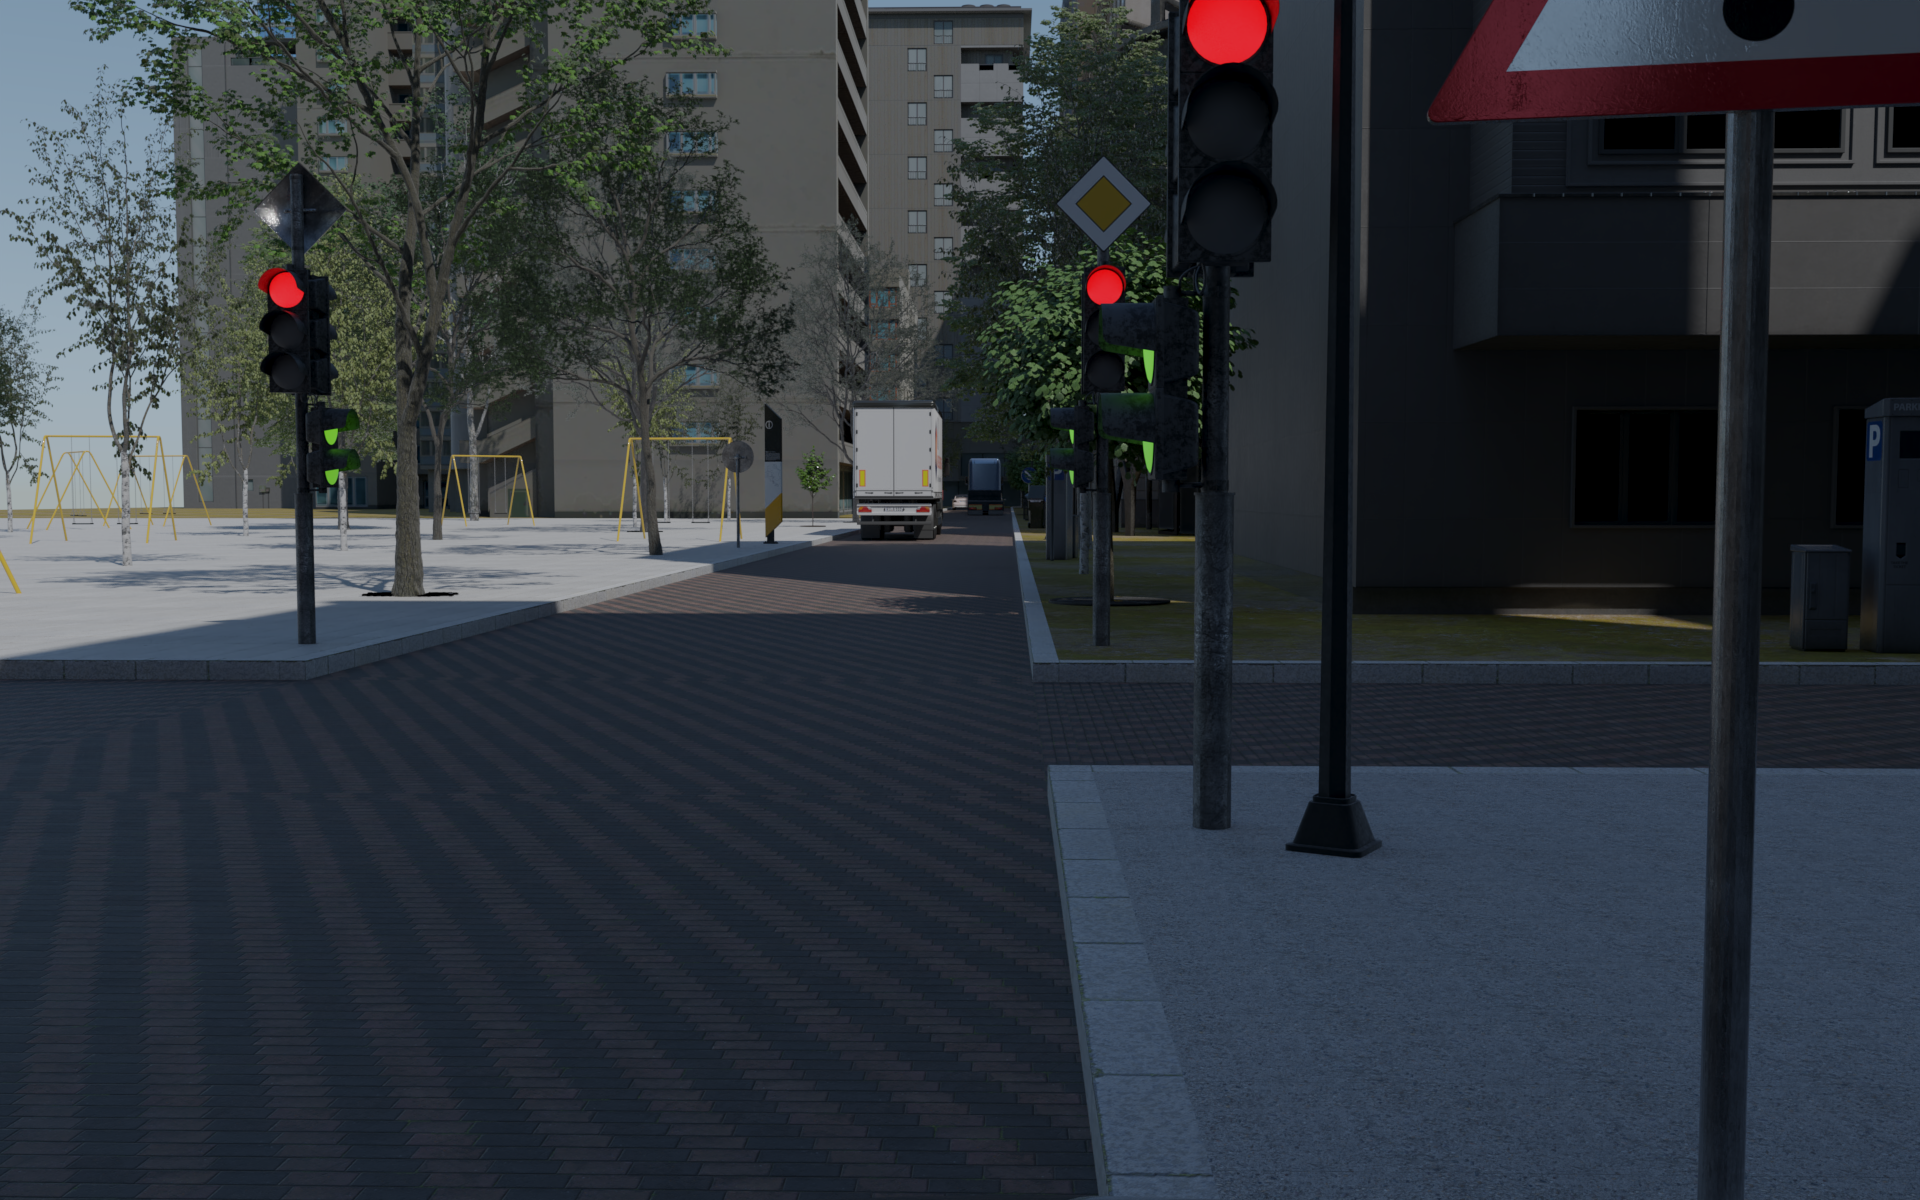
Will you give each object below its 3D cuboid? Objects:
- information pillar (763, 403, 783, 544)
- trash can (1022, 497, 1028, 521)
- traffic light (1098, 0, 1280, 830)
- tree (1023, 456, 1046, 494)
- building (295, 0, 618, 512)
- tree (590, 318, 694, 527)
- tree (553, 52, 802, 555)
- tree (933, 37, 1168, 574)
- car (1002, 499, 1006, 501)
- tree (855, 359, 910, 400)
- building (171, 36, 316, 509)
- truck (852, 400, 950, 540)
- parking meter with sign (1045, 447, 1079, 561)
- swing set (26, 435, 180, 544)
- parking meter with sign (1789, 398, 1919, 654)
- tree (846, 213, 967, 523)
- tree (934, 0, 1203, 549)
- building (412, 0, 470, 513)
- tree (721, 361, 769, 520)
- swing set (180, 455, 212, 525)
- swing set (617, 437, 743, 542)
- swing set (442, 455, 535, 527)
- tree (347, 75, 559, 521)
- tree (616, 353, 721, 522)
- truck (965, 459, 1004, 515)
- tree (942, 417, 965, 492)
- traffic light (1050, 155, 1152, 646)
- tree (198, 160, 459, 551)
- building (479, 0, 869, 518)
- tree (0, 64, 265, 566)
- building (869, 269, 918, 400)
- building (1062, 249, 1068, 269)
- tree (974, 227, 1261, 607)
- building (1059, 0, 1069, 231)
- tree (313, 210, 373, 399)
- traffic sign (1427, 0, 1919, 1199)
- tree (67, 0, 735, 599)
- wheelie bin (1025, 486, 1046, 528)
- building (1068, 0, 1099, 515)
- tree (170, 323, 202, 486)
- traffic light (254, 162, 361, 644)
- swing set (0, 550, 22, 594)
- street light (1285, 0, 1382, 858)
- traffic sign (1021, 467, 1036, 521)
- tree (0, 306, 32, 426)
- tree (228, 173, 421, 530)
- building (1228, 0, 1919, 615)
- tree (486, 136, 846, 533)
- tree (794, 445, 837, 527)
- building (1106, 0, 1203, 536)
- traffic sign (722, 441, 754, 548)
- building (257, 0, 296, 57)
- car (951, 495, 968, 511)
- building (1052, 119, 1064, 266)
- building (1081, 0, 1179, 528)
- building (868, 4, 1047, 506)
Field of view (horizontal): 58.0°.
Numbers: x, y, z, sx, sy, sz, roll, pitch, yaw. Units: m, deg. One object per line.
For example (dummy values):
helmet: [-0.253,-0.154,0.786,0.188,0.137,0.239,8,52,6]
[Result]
information pillar: [-4.808,-3.254,44.551,0.504,3.616,0.183,1,4,23]
trash can: [3.349,-4.390,83.426,0.748,1.137,0.748,0,3,0]
traffic light: [0.953,-1.080,6.572,0.839,4.253,0.868,0,4,2]
tree: [3.626,-4.695,71.367,1.663,3.219,1.824,0,3,0]
building: [-43.967,-32.412,153.635,21.600,48.544,21.300,0,4,2]
tree: [-12.459,-7.157,67.386,4.737,8.622,4.395,0,3,0]
tree: [-6.743,-6.225,36.194,7.601,10.594,8.767,0,4,4]
tree: [1.754,-4.719,27.514,4.360,8.622,3.978,0,3,0]
car: [2.952,-8.564,150.248,2.015,1.641,3.980,0,4,3]
tree: [-3.853,-8.594,90.876,4.360,8.622,3.978,0,3,0]
building: [-61.681,-29.057,158.675,14.086,41.232,14.154,0,4,2]
truck: [-1.879,-4.191,57.440,2.839,4.237,11.283,0,4,1]
parking meter with sign: [1.973,-2.302,33.895,0.543,3.016,1.738,1,4,14]
swing set: [-22.937,-2.969,46.155,3.119,2.851,2.862,-1,4,-10]
parking meter with sign: [7.730,-1.086,14.024,1.738,3.016,0.543,0,4,8]
tree: [-4.761,-10.185,76.895,12.009,13.543,11.850,0,3,0]
tree: [3.308,-7.459,40.084,7.486,12.596,7.792,0,3,0]
building: [-21.297,-26.419,123.832,32.217,40.220,23.993,0,4,2]
tree: [-11.547,-8.317,86.342,4.360,8.622,3.978,0,3,0]
swing set: [-32.333,-4.425,69.965,3.119,2.851,2.862,1,4,15]
swing set: [-7.640,-3.089,48.117,3.119,2.851,2.862,0,4,5]
swing set: [-19.269,-4.436,70.144,3.119,2.851,2.862,-3,4,-36]
tree: [-23.899,-13.775,81.103,12.611,20.169,13.585,0,3,0]
tree: [-13.555,-7.886,79.298,4.360,8.622,3.978,0,3,0]
truck: [1.803,-8.284,125.200,2.967,4.110,18.799,0,4,1]
tree: [-1.771,-12.867,160.735,4.737,8.622,4.395,0,3,0]
traffic light: [1.178,-1.568,14.554,0.839,4.253,0.868,0,4,2]
tree: [-13.715,-5.405,38.741,4.737,8.622,4.395,0,3,0]
building: [-16.775,-29.157,100.426,21.300,48.544,21.600,0,4,2]
tree: [-14.709,-4.924,30.863,4.360,8.622,3.978,0,3,0]
building: [-18.821,-18.678,150.419,28.899,21.520,27.650,0,4,2]
building: [20.954,-16.729,118.561,27.650,21.520,28.899,0,4,2]
tree: [1.846,-2.241,20.349,4.285,4.588,4.351,0,3,0]
building: [19.748,-32.280,147.388,23.786,49.044,30.456,0,4,2]
tree: [-14.642,-6.932,47.747,8.767,10.594,7.601,0,4,2]
traffic sign: [1.112,-0.151,2.471,0.884,2.594,0.081,1,4,10]
tree: [-6.776,-5.857,21.510,9.928,11.665,9.643,0,3,0]
wheelie bin: [2.900,-3.483,64.858,0.980,1.594,0.693,1,4,20]
building: [13.149,-27.271,95.987,14.600,45.320,14.200,0,4,2]
tree: [-21.892,-6.262,52.751,4.737,8.622,4.395,0,3,0]
traffic light: [-5.581,-1.578,14.727,0.839,4.253,0.868,0,4,2]
swing set: [-13.565,-1.415,20.751,2.862,2.851,3.119,0,4,1]
street light: [0.815,-2.054,6.122,1.470,5.913,1.316,0,4,2]
traffic sign: [3.303,-5.043,82.557,0.768,2.556,0.104,1,4,9]
tree: [-29.526,-6.933,47.766,7.601,10.594,8.767,0,4,-7]
tree: [-22.325,-8.771,61.537,7.486,12.596,7.792,0,3,0]
building: [16.215,-14.012,22.607,24.014,27.812,14.314,0,4,2]
tree: [-10.646,-9.026,57.937,12.009,13.543,11.850,0,3,0]
tree: [-5.626,-4.471,67.709,1.663,3.219,1.824,0,3,0]
building: [13.085,-11.541,56.142,16.820,18.784,16.811,0,4,2]
traffic sign: [-5.302,-2.522,41.345,0.768,2.556,0.104,0,4,2]
building: [-61.535,-53.462,186.771,31.000,86.520,22.319,0,4,2]
car: [0.278,-8.546,152.082,2.083,1.381,4.827,0,4,1]
building: [16.829,-30.434,181.198,14.086,41.232,14.154,0,4,2]
building: [12.093,-17.099,76.836,12.463,27.353,25.104,0,4,2]
building: [-3.948,-36.711,189.465,27.495,52.752,28.713,0,4,2]
